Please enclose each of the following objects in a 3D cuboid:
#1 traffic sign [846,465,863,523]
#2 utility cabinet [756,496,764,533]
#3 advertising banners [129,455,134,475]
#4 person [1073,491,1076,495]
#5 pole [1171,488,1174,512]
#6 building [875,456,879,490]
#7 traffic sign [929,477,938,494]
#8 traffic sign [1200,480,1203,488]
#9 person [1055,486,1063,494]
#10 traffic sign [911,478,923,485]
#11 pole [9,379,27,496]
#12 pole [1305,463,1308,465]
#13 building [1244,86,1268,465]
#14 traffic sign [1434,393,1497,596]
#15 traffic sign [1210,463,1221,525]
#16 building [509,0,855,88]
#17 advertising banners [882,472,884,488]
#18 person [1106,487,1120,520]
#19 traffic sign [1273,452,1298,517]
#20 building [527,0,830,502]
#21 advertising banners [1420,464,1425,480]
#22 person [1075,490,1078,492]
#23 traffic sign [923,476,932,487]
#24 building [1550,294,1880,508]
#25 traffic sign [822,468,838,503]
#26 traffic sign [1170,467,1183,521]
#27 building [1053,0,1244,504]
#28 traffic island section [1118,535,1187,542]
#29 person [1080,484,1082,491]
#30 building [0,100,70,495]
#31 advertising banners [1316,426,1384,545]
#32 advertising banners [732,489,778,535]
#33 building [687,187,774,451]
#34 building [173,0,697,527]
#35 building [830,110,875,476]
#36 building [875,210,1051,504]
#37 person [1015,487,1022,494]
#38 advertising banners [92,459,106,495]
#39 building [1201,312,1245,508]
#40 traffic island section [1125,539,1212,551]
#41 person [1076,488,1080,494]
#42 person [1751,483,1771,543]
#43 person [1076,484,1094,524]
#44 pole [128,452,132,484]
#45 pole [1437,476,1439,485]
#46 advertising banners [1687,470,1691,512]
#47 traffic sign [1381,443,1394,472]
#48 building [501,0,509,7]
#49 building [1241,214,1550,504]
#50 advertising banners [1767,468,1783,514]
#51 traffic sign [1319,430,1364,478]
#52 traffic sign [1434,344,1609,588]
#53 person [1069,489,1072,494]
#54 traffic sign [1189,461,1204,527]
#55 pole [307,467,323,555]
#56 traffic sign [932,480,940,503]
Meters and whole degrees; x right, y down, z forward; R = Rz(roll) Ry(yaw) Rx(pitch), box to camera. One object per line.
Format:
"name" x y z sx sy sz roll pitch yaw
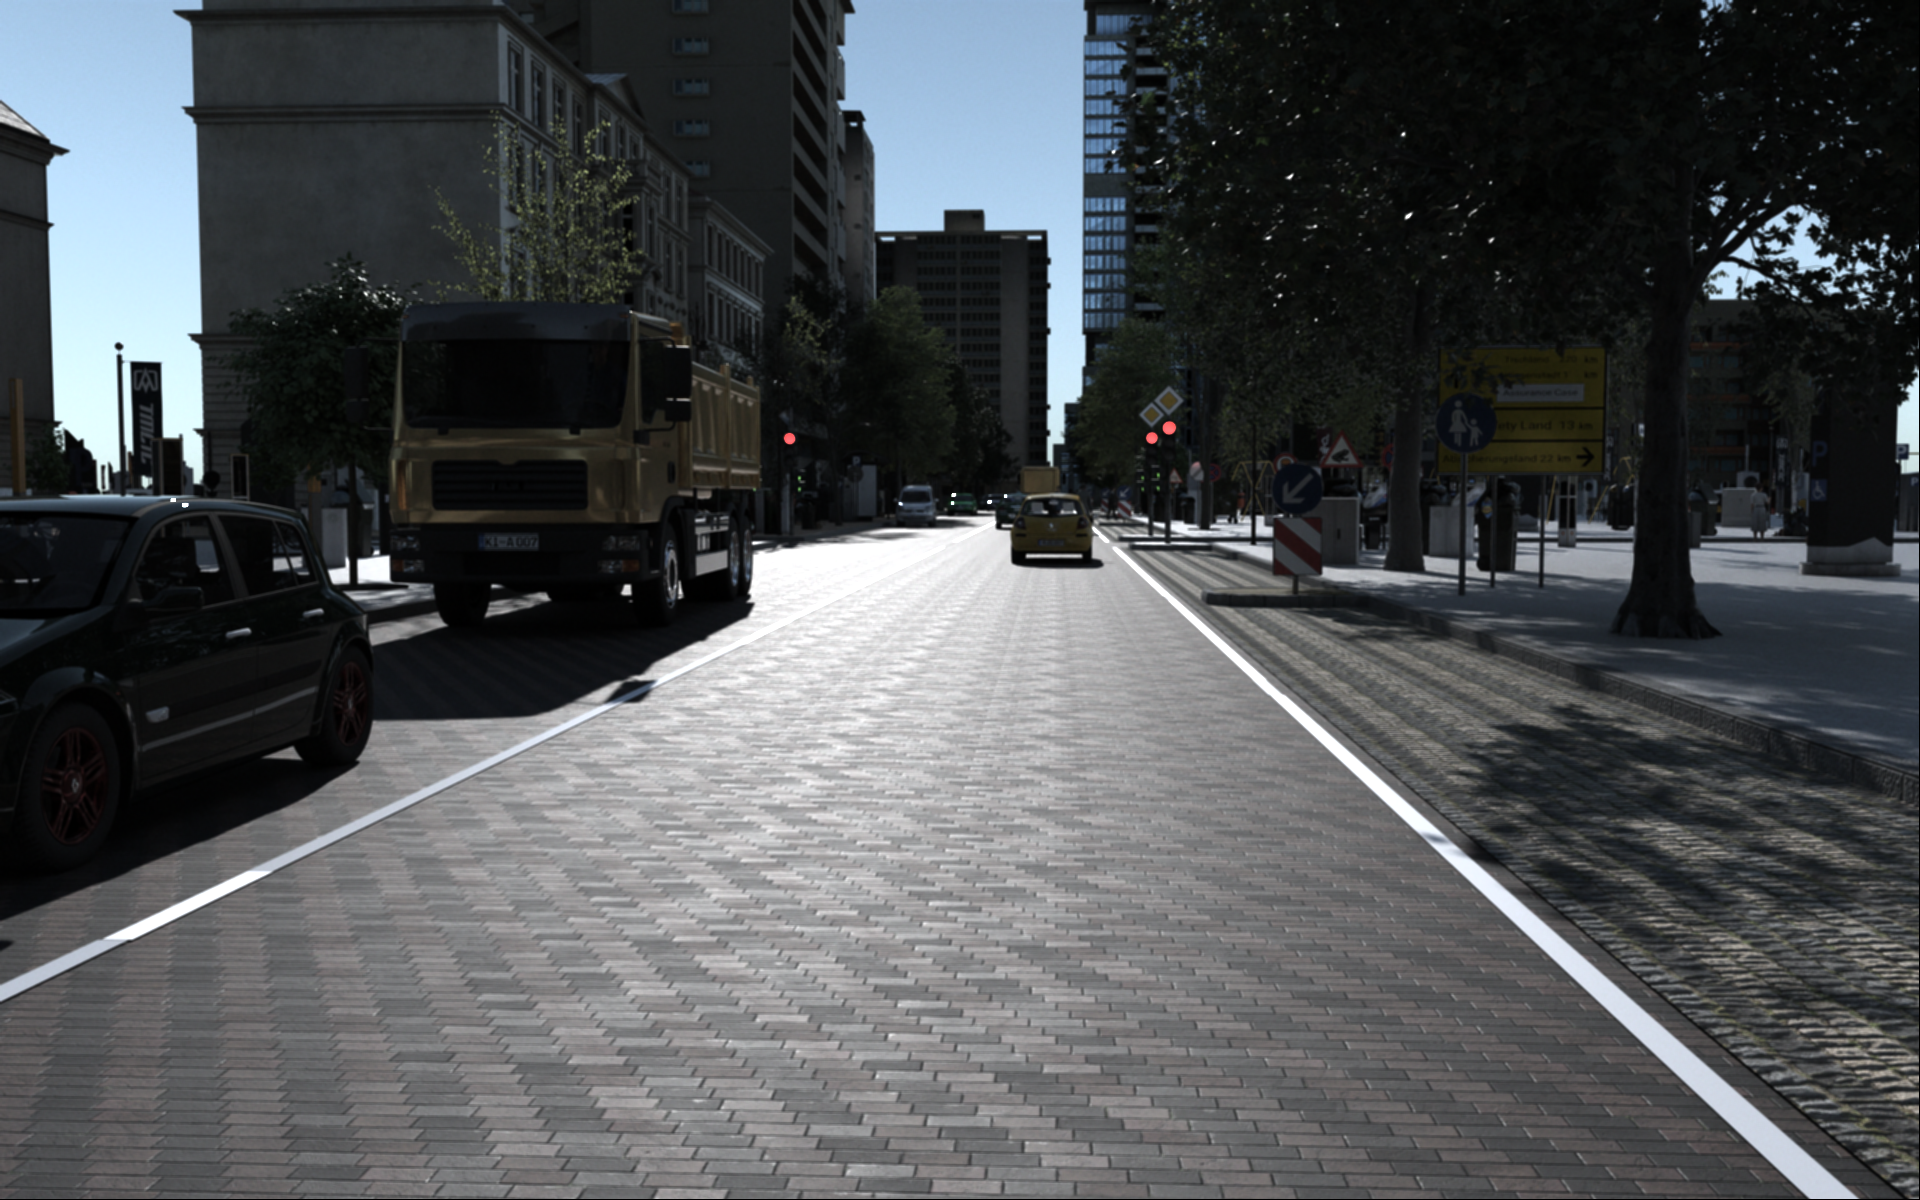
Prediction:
"traffic sign" -4.685 -4.710 77.112 0.768 2.556 0.104 0 4 6
"utility cabinet" -6.746 -2.857 57.872 1.020 1.237 0.306 0 4 -3
"advertising banners" -36.763 -5.045 78.674 0.090 3.025 2.074 2 4 29
"person" 12.324 -10.949 187.971 0.568 1.767 0.683 -1 4 -13
"pole" 15.053 -7.882 122.714 0.158 3.312 0.155 0 3 0
"building" -25.515 -39.678 237.978 27.495 52.752 28.713 0 4 3
"traffic sign" -1.982 -7.790 127.475 0.768 2.556 0.104 0 4 4
"traffic sign" 11.056 -4.875 79.707 0.884 2.594 0.081 0 4 8
"person" 4.794 -4.626 84.164 0.581 1.822 0.654 0 4 6
"traffic sign" -2.914 -7.198 117.696 0.884 2.594 0.081 0 4 7
"pole" -16.678 -2.254 30.690 0.158 3.312 0.155 0 3 0
"pole" 22.840 -7.369 114.321 0.158 3.312 0.155 0 3 0
"building" 32.423 -28.816 154.735 14.154 41.232 14.086 0 4 3
"traffic sign" 6.347 -1.329 21.830 0.768 2.556 0.104 0 4 4
"traffic sign" 10.412 -4.375 71.641 0.768 2.556 0.104 0 4 6
"building" -25.539 -35.233 165.296 28.713 52.752 27.495 0 4 3
"advertising banners" -5.056 -7.330 116.030 0.090 3.025 2.074 -1 4 -9
"person" 8.523 -5.395 96.492 0.755 1.850 0.659 1 4 14
"traffic sign" 9.977 -3.242 53.113 0.768 2.556 0.104 1 4 11
"building" -22.572 -31.581 140.045 21.300 48.544 21.600 0 4 3
"advertising banners" 27.729 -6.450 101.649 2.074 3.025 0.090 3 5 40
"person" 10.093 -8.655 150.014 0.705 1.822 1.348 1 4 14
"traffic sign" -2.403 -7.433 121.538 0.884 2.594 0.081 0 4 5
"building" 73.373 -20.261 176.305 28.899 21.520 27.650 0 4 3
"traffic sign" -6.239 -5.081 83.180 0.768 2.556 0.104 0 4 7
"traffic sign" 10.335 -5.111 83.561 0.884 2.594 0.081 1 4 10
"building" 28.048 -56.141 230.574 31.000 86.520 22.319 0 4 3
"traffic island section" 5.851 -1.874 52.923 2.009 0.180 2.903 0 4 3
"person" 4.806 -3.751 69.682 0.795 1.843 0.661 1 4 16
"building" -48.794 -12.643 71.342 19.286 19.102 10.561 0 4 3
"advertising banners" 9.995 -2.956 44.521 0.090 3.025 2.074 -3 5 -44
"advertising banners" -6.705 -3.590 54.885 2.074 3.025 0.090 0 4 5
"building" -19.272 -16.791 110.695 11.583 22.565 21.152 0 4 3
"building" -21.596 -16.131 82.831 14.460 24.649 34.723 0 4 3
"building" -16.472 -30.803 187.222 14.086 41.232 14.154 0 4 3
"building" 0.492 -33.501 239.627 23.993 40.220 32.217 0 4 3
"person" 3.340 -5.559 99.259 0.638 1.841 0.748 -2 4 -23
"advertising banners" -43.415 -5.626 88.178 0.090 3.025 2.074 3 4 37
"building" 39.694 -20.268 176.423 27.650 21.520 28.899 0 4 3
"traffic island section" 5.413 -1.386 44.950 2.009 0.180 2.903 0 4 3
"person" 7.751 -6.348 111.659 0.648 1.900 0.474 -3 5 -40
"person" 22.573 -2.432 48.827 0.480 1.755 0.524 2 4 35
"person" 4.536 -3.328 63.011 0.694 1.812 0.767 1 4 11
"pole" -39.877 -5.470 83.276 0.158 3.312 0.155 0 3 0
"pole" 33.920 -7.896 122.943 0.158 3.312 0.155 0 3 0
"advertising banners" 51.741 -7.735 122.647 0.090 3.025 2.074 1 4 8
"traffic sign" 10.664 -2.583 42.345 0.768 2.556 0.104 1 4 9
"building" -37.788 -39.280 184.225 28.212 58.520 21.231 0 4 3
"building" 33.820 -42.695 136.307 20.563 71.187 20.611 0 4 3
"advertising banners" 54.989 -7.473 118.377 2.074 3.025 0.090 0 4 -1
"traffic sign" 7.710 -2.144 35.051 0.884 2.594 0.081 1 4 11
"traffic sign" 7.642 -1.822 23.662 2.265 3.308 0.079 0 4 8
"person" 9.287 -8.437 146.076 0.705 1.869 1.348 2 4 32
"traffic sign" 9.302 -4.120 67.473 0.768 2.556 0.104 1 4 9
"pole" -10.314 -2.068 27.651 0.158 3.312 0.155 0 3 0
"traffic sign" -1.804 -7.757 128.949 0.606 2.300 0.079 1 4 13
